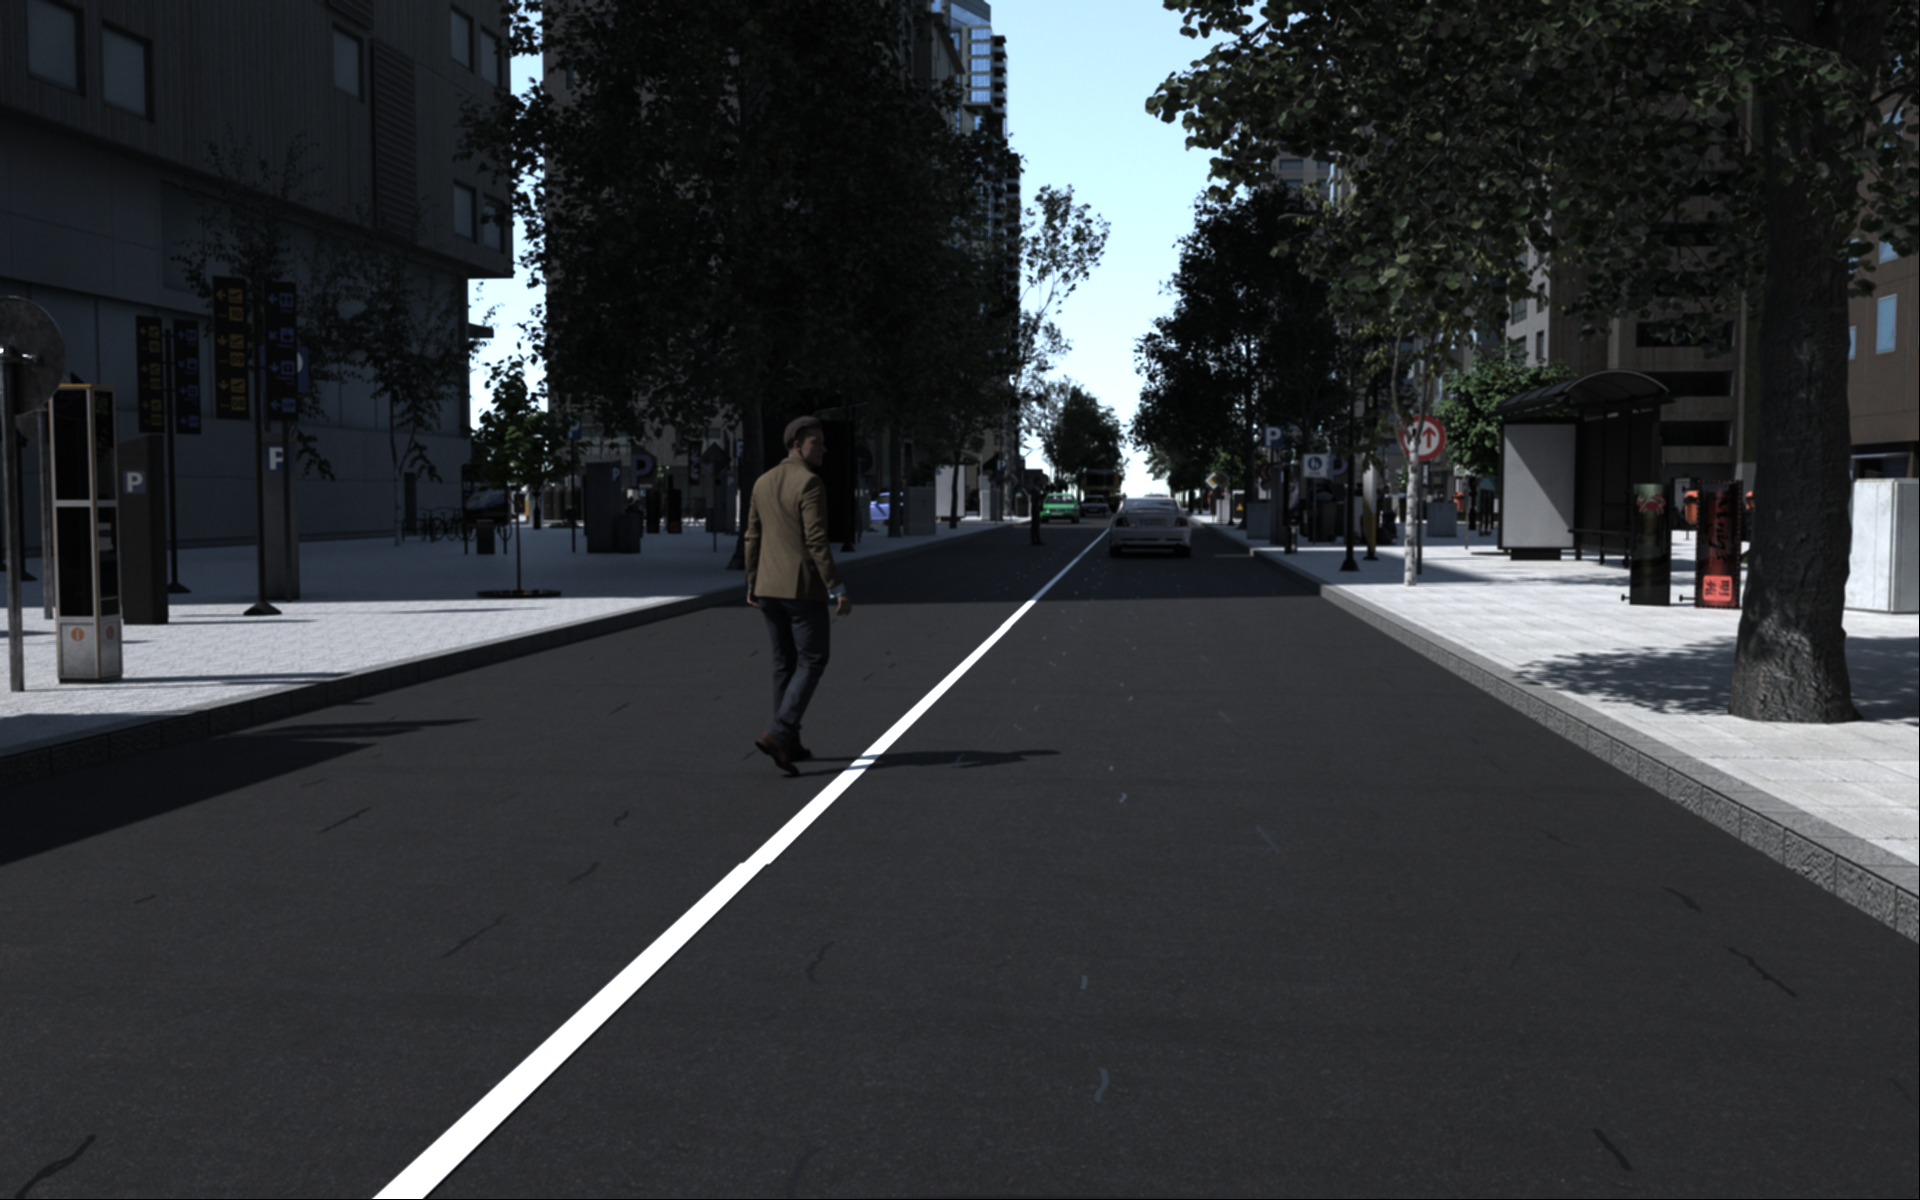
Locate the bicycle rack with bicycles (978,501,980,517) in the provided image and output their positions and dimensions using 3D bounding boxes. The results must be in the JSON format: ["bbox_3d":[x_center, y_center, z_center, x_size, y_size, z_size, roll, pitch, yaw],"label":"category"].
[{"bbox_3d":[0.703,-5.040,95.783,2.852,0.926,2.925,1,4,10],"label":"bicycle rack with bicycles"}]

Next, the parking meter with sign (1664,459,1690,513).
[{"bbox_3d":[36.096,-5.519,86.499,1.738,3.016,0.543,1,4,21],"label":"parking meter with sign"}]

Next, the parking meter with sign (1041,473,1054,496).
[{"bbox_3d":[7.439,-9.042,144.104,1.738,3.016,0.543,3,4,37],"label":"parking meter with sign"}]

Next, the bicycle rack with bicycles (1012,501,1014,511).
[{"bbox_3d":[5.119,-8.475,151.955,2.852,0.926,2.925,2,4,32],"label":"bicycle rack with bicycles"}]

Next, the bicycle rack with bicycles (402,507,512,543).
[{"bbox_3d":[-13.932,-2.075,47.309,2.852,0.926,2.925,-3,5,-41],"label":"bicycle rack with bicycles"}]

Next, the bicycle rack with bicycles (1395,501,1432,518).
[{"bbox_3d":[24.780,-4.915,93.737,2.852,0.926,2.925,-3,5,-44],"label":"bicycle rack with bicycles"}]

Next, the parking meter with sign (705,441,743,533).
[{"bbox_3d":[-7.834,-3.755,57.657,1.738,3.016,0.543,3,5,43],"label":"parking meter with sign"}]

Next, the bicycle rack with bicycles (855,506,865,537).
[{"bbox_3d":[-4.163,-2.367,52.082,2.852,0.926,2.925,0,4,-8],"label":"bicycle rack with bicycles"}]

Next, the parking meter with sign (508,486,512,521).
[{"bbox_3d":[-21.966,-5.205,81.369,1.738,3.016,0.543,0,4,3],"label":"parking meter with sign"}]

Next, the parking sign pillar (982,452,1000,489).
[{"bbox_3d":[2.017,-7.572,112.275,1.447,3.967,1.447,2,4,29],"label":"parking sign pillar"}]

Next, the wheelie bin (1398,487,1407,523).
[{"bbox_3d":[19.843,-4.228,77.031,0.693,1.594,0.980,2,4,23],"label":"wheelie bin"}]

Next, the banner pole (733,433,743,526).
[{"bbox_3d":[-8.841,-4.856,69.407,0.863,3.779,0.401,2,4,32],"label":"banner pole"}]

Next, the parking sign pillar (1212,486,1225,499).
[{"bbox_3d":[18.454,-8.190,122.376,1.447,3.967,1.447,1,4,16],"label":"parking sign pillar"}]

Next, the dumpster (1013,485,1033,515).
[{"bbox_3d":[3.972,-6.250,107.945,1.264,1.857,1.865,0,4,6],"label":"dumpster"}]

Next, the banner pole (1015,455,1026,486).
[{"bbox_3d":[3.869,-7.349,110.180,0.863,3.779,0.401,-3,4,-38],"label":"banner pole"}]

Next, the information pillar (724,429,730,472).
[{"bbox_3d":[-8.366,-4.331,62.174,0.183,3.616,0.504,-2,4,-25],"label":"information pillar"}]

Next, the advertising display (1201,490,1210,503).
[{"bbox_3d":[20.833,-8.651,146.657,0.974,1.923,0.123,-2,4,-32],"label":"advertising display"}]

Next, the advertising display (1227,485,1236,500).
[{"bbox_3d":[15.924,-5.912,101.877,0.123,1.923,0.974,-2,4,-26],"label":"advertising display"}]

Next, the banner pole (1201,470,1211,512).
[{"bbox_3d":[17.665,-8.238,124.700,0.863,3.779,0.401,0,4,2],"label":"banner pole"}]

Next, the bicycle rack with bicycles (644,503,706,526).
[{"bbox_3d":[-11.847,-3.409,69.127,2.925,0.926,2.852,3,5,44],"label":"bicycle rack with bicycles"}]

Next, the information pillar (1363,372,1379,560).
[{"bbox_3d":[7.969,-2.586,33.629,0.183,3.616,0.504,-1,4,-9],"label":"information pillar"}]

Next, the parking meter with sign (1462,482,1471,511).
[{"bbox_3d":[32.662,-7.102,112.377,0.543,3.016,1.738,-1,4,-14],"label":"parking meter with sign"}]

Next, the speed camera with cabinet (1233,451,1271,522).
[{"bbox_3d":[13.647,-5.270,80.503,2.038,3.252,0.660,2,4,30],"label":"speed camera with cabinet"}]

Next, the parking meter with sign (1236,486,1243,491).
[{"bbox_3d":[18.957,-7.453,118.109,1.738,3.016,0.543,0,4,-1],"label":"parking meter with sign"}]

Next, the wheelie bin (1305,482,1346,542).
[{"bbox_3d":[9.697,-2.359,46.476,0.693,1.594,0.980,-2,4,-25],"label":"wheelie bin"}]

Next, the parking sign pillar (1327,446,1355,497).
[{"bbox_3d":[18.703,-5.908,85.062,1.447,3.967,1.447,3,5,41],"label":"parking sign pillar"}]

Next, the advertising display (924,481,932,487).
[{"bbox_3d":[-1.499,-4.768,83.166,0.123,1.923,0.974,1,4,23],"label":"advertising display"}]

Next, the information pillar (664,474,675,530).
[{"bbox_3d":[-10.434,-3.531,62.218,0.304,2.012,0.304,-2,4,-27],"label":"information pillar"}]

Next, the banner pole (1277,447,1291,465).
[{"bbox_3d":[15.357,-5.662,82.584,0.863,3.779,0.401,2,4,23],"label":"banner pole"}]

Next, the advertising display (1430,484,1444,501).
[{"bbox_3d":[30.148,-6.378,109.493,0.974,1.923,0.123,-2,4,-24],"label":"advertising display"}]

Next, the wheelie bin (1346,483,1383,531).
[{"bbox_3d":[11.169,-2.429,47.617,0.693,1.594,0.980,-3,4,-36],"label":"wheelie bin"}]

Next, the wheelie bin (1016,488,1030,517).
[{"bbox_3d":[3.450,-5.348,95.345,0.693,1.594,0.980,1,4,14],"label":"wheelie bin"}]

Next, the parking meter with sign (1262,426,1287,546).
[{"bbox_3d":[8.081,-2.897,43.633,0.543,3.016,1.738,0,4,-5],"label":"parking meter with sign"}]

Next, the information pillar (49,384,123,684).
[{"bbox_3d":[-5.936,-0.445,11.770,0.304,2.012,0.304,0,4,3],"label":"information pillar"}]

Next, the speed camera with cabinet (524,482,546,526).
[{"bbox_3d":[-17.194,-4.638,70.164,0.660,3.252,2.038,-1,4,-14],"label":"speed camera with cabinet"}]

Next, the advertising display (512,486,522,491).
[{"bbox_3d":[-31.023,-7.085,121.053,0.974,1.923,0.123,2,4,32],"label":"advertising display"}]

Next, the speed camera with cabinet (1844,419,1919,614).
[{"bbox_3d":[9.962,-1.531,19.360,0.660,3.252,2.038,-1,4,-12],"label":"speed camera with cabinet"}]

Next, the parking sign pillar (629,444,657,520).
[{"bbox_3d":[-15.648,-5.941,85.614,1.447,3.967,1.447,0,4,3],"label":"parking sign pillar"}]

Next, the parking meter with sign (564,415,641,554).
[{"bbox_3d":[-7.764,-2.536,37.720,1.738,3.016,0.543,2,4,25],"label":"parking meter with sign"}]

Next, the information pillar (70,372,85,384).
[{"bbox_3d":[-16.929,-2.580,33.542,0.183,3.616,0.504,3,4,39],"label":"information pillar"}]

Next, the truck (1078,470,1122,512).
[{"bbox_3d":[11.449,-8.770,139.309,3.469,3.379,9.791,0,4,8],"label":"truck"}]

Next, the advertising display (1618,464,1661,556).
[{"bbox_3d":[14.157,-1.892,36.140,0.974,1.923,0.123,-1,4,-17],"label":"advertising display"}]

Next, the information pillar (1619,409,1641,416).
[{"bbox_3d":[15.124,-2.923,39.143,0.504,3.616,0.183,2,4,24],"label":"information pillar"}]

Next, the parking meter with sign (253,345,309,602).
[{"bbox_3d":[-8.337,-1.523,21.169,0.543,3.016,1.738,-2,4,-28],"label":"parking meter with sign"}]

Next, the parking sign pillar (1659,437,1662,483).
[{"bbox_3d":[32.513,-5.707,81.785,1.447,3.967,1.447,-2,4,-29],"label":"parking sign pillar"}]

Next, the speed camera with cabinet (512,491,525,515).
[{"bbox_3d":[-25.837,-6.702,103.919,2.038,3.252,0.660,0,4,-7],"label":"speed camera with cabinet"}]

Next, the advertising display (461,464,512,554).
[{"bbox_3d":[-10.128,-1.941,36.948,0.974,1.923,0.123,0,4,3],"label":"advertising display"}]

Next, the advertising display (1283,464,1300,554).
[{"bbox_3d":[7.121,-1.957,37.210,0.123,1.923,0.974,2,4,25],"label":"advertising display"}]

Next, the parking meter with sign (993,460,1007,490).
[{"bbox_3d":[1.963,-5.655,88.719,0.543,3.016,1.738,-1,4,-10],"label":"parking meter with sign"}]

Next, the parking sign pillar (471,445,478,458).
[{"bbox_3d":[-19.070,-4.808,67.076,1.447,3.967,1.447,2,4,27],"label":"parking sign pillar"}]

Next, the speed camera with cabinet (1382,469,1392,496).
[{"bbox_3d":[33.733,-8.877,139.477,2.038,3.252,0.660,2,4,30],"label":"speed camera with cabinet"}]

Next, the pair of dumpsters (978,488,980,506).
[{"bbox_3d":[2.101,-7.329,122.320,1.574,2.255,4.437,0,4,6],"label":"pair of dumpsters"}]

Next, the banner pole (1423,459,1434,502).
[{"bbox_3d":[24.129,-6.066,89.199,0.863,3.779,0.401,2,4,29],"label":"banner pole"}]

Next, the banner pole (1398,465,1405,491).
[{"bbox_3d":[38.400,-9.817,150.529,0.401,3.779,0.863,-2,4,-32],"label":"banner pole"}]

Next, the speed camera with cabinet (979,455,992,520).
[{"bbox_3d":[1.298,-5.638,86.510,0.660,3.252,2.038,0,4,-2],"label":"speed camera with cabinet"}]

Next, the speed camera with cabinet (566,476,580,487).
[{"bbox_3d":[-19.000,-5.739,88.175,2.038,3.252,0.660,-1,4,-16],"label":"speed camera with cabinet"}]
